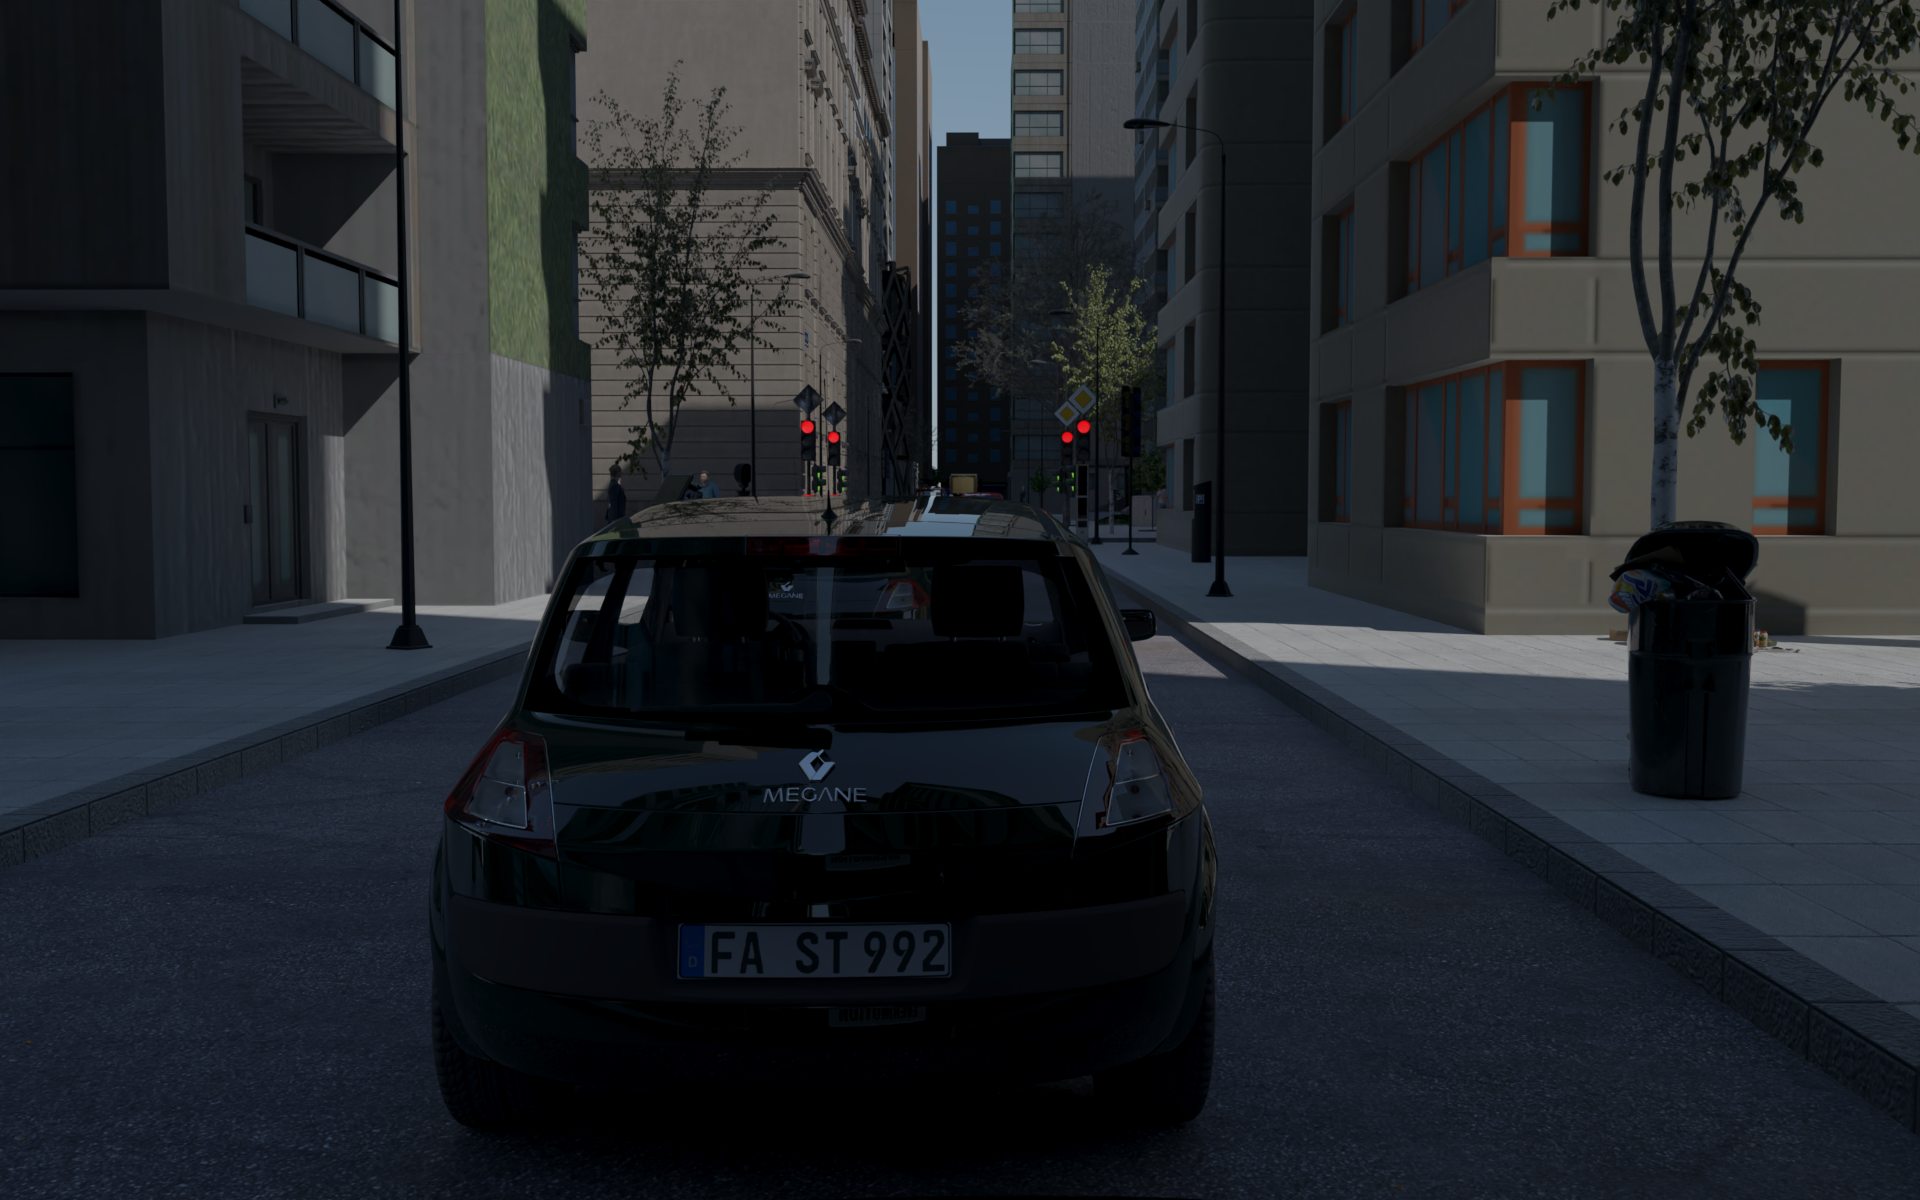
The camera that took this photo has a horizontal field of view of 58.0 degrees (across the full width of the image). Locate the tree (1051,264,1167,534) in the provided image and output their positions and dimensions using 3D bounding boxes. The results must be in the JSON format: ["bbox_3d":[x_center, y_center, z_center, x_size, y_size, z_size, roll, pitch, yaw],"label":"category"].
[{"bbox_3d":[4.864,-6.402,55.043,4.737,8.622,4.395,0,3,0],"label":"tree"}]

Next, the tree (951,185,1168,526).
[{"bbox_3d":[4.364,-9.706,69.063,12.009,13.543,11.850,0,3,0],"label":"tree"}]

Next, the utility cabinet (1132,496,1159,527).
[{"bbox_3d":[7.245,-3.492,68.256,1.020,1.237,0.306,3,5,44],"label":"utility cabinet"}]

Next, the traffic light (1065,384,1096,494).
[{"bbox_3d":[3.117,-3.380,44.178,0.839,4.253,0.868,0,4,1],"label":"traffic light"}]

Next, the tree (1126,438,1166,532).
[{"bbox_3d":[6.497,-3.966,59.453,1.663,3.219,1.824,0,3,0],"label":"tree"}]

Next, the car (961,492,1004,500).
[{"bbox_3d":[0.689,-2.774,54.398,2.155,1.783,4.494,0,4,2],"label":"car"}]

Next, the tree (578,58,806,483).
[{"bbox_3d":[-5.062,-4.896,30.415,4.360,8.622,3.978,0,3,0],"label":"tree"}]

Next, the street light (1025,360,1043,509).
[{"bbox_3d":[3.126,-5.366,60.272,1.470,5.913,1.316,0,4,1],"label":"street light"}]

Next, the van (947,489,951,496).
[{"bbox_3d":[-0.597,-11.561,193.398,2.240,2.365,5.245,0,4,0],"label":"van"}]

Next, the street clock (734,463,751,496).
[{"bbox_3d":[-5.104,-2.221,40.891,0.358,2.002,0.471,2,4,32],"label":"street clock"}]

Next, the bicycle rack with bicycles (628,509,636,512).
[{"bbox_3d":[-7.015,-1.781,42.495,2.852,0.926,2.925,1,4,11],"label":"bicycle rack with bicycles"}]

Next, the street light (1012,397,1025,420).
[{"bbox_3d":[3.375,-6.740,82.741,1.470,5.913,1.316,0,4,1],"label":"street light"}]

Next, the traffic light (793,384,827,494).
[{"bbox_3d":[-3.844,-3.383,44.231,0.839,4.253,0.868,0,4,1],"label":"traffic light"}]

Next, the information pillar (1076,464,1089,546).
[{"bbox_3d":[3.017,-2.341,42.766,0.304,2.012,0.304,0,4,0],"label":"information pillar"}]

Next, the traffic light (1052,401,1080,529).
[{"bbox_3d":[3.196,-3.868,52.163,0.839,4.253,0.868,0,4,1],"label":"traffic light"}]

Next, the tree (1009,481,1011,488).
[{"bbox_3d":[4.657,-8.347,131.079,1.663,3.219,1.824,0,3,0],"label":"tree"}]

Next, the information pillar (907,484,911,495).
[{"bbox_3d":[-3.566,-7.082,120.289,0.304,2.012,0.304,-1,4,-17],"label":"information pillar"}]

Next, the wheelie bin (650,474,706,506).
[{"bbox_3d":[-4.377,-1.168,27.000,0.980,1.594,0.693,3,5,42],"label":"wheelie bin"}]

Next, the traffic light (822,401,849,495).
[{"bbox_3d":[-3.765,-3.871,52.215,0.839,4.253,0.868,0,4,1],"label":"traffic light"}]

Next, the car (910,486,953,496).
[{"bbox_3d":[-1.494,-4.877,88.412,2.281,1.827,5.304,0,4,1],"label":"car"}]

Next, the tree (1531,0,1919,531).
[{"bbox_3d":[4.205,-3.619,9.536,4.360,8.622,3.978,0,3,0],"label":"tree"}]

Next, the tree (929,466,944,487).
[{"bbox_3d":[-3.597,-12.303,184.865,4.285,4.588,4.351,0,3,0],"label":"tree"}]

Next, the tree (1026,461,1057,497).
[{"bbox_3d":[4.566,-6.473,100.429,1.663,3.219,1.824,0,3,0],"label":"tree"}]

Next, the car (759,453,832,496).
[{"bbox_3d":[-0.936,-0.130,11.919,2.009,1.686,4.222,0,4,2],"label":"car"}]

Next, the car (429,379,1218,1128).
[{"bbox_3d":[-0.325,0.273,5.329,2.009,1.686,4.222,0,4,-1],"label":"car"}]

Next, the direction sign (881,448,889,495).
[{"bbox_3d":[-3.710,-5.757,86.131,0.379,3.537,0.876,2,4,23],"label":"direction sign"}]

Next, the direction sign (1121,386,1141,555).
[{"bbox_3d":[3.603,-2.725,36.559,0.379,3.537,0.876,2,4,32],"label":"direction sign"}]

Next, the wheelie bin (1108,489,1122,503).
[{"bbox_3d":[9.348,-5.882,104.087,0.693,1.594,0.980,3,5,43],"label":"wheelie bin"}]

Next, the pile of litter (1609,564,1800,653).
[{"bbox_3d":[6.276,-0.045,14.695,1.176,0.858,1.719,-1,4,-10],"label":"pile of litter"}]

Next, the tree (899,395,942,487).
[{"bbox_3d":[-3.653,-10.571,123.194,4.360,8.622,3.978,0,3,0],"label":"tree"}]

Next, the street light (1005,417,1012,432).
[{"bbox_3d":[3.593,-8.072,104.518,1.470,5.913,1.316,0,4,1],"label":"street light"}]
